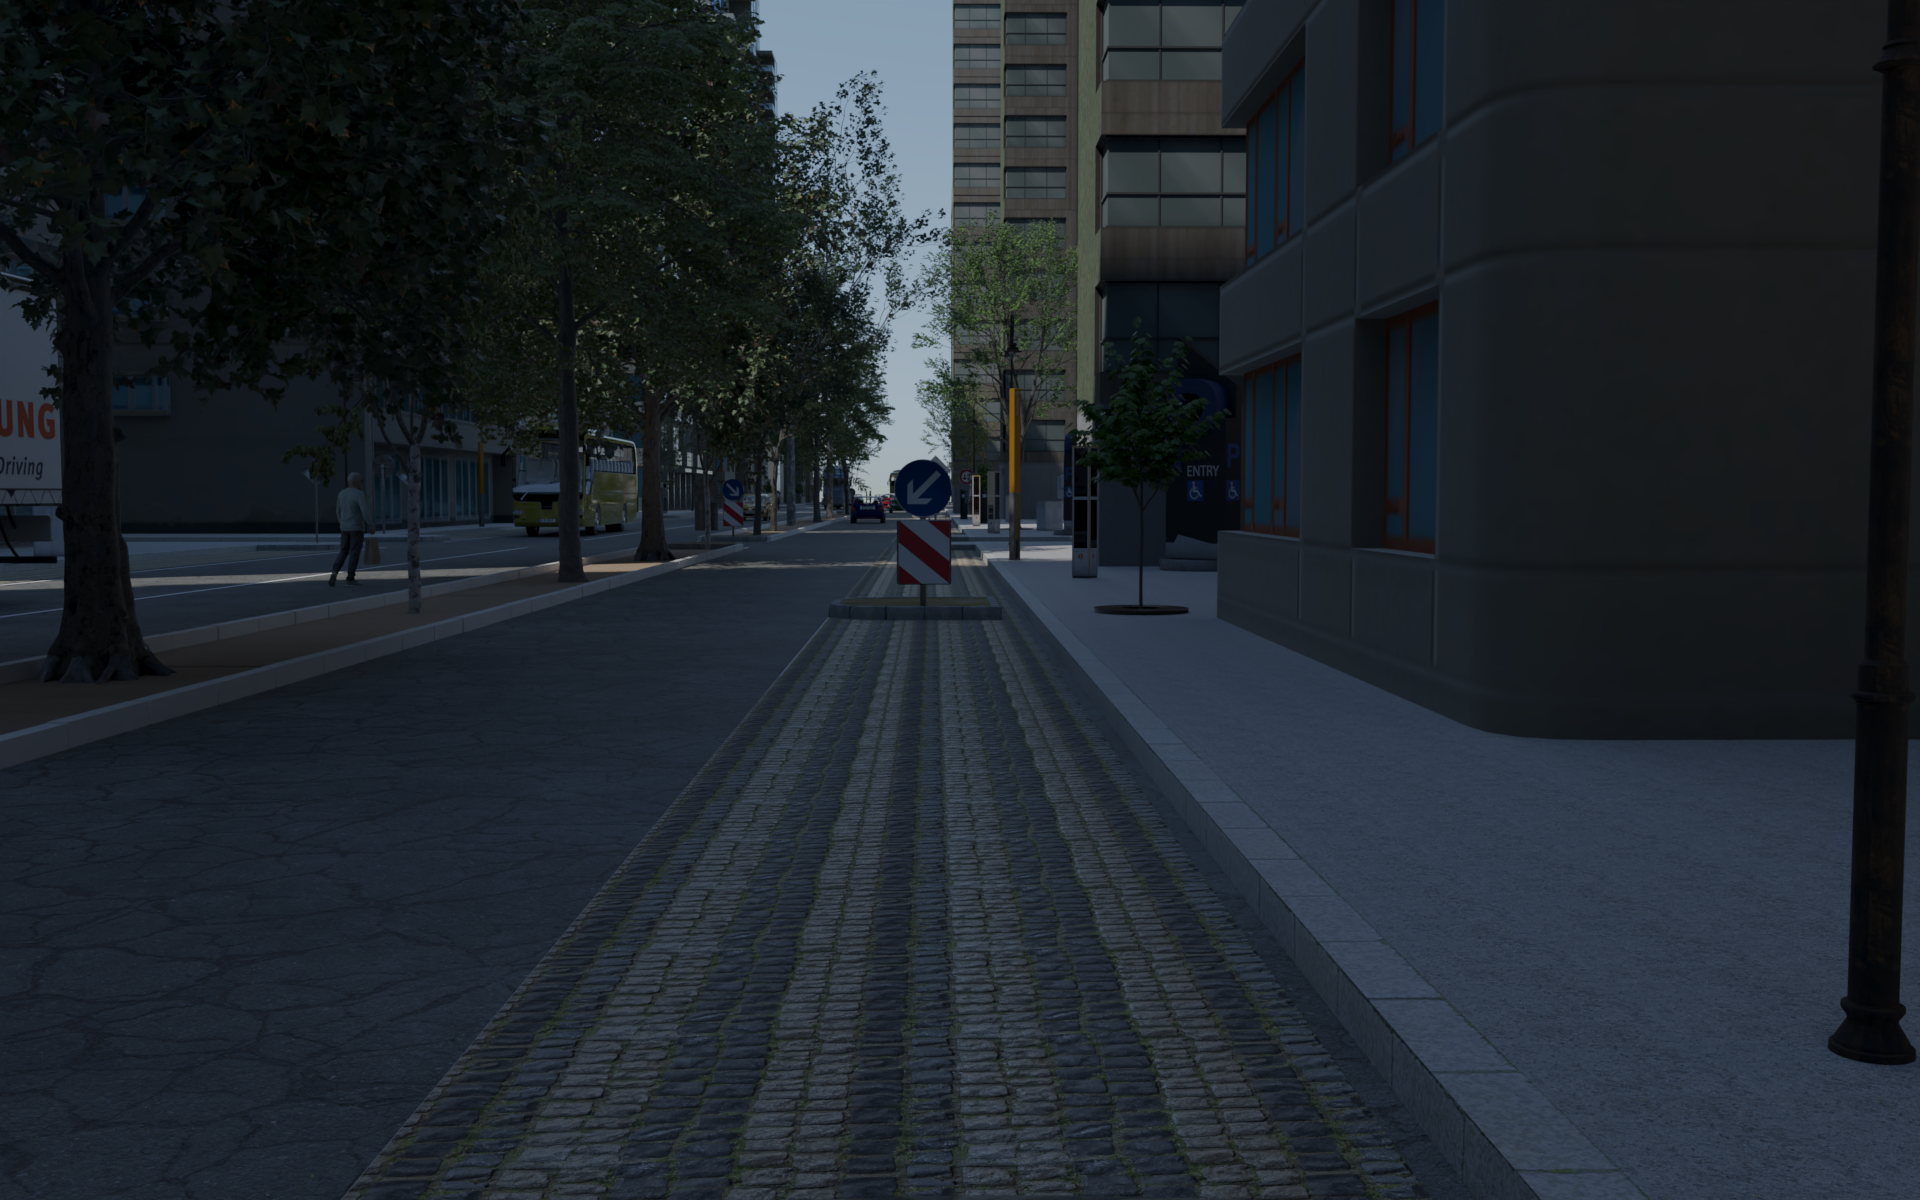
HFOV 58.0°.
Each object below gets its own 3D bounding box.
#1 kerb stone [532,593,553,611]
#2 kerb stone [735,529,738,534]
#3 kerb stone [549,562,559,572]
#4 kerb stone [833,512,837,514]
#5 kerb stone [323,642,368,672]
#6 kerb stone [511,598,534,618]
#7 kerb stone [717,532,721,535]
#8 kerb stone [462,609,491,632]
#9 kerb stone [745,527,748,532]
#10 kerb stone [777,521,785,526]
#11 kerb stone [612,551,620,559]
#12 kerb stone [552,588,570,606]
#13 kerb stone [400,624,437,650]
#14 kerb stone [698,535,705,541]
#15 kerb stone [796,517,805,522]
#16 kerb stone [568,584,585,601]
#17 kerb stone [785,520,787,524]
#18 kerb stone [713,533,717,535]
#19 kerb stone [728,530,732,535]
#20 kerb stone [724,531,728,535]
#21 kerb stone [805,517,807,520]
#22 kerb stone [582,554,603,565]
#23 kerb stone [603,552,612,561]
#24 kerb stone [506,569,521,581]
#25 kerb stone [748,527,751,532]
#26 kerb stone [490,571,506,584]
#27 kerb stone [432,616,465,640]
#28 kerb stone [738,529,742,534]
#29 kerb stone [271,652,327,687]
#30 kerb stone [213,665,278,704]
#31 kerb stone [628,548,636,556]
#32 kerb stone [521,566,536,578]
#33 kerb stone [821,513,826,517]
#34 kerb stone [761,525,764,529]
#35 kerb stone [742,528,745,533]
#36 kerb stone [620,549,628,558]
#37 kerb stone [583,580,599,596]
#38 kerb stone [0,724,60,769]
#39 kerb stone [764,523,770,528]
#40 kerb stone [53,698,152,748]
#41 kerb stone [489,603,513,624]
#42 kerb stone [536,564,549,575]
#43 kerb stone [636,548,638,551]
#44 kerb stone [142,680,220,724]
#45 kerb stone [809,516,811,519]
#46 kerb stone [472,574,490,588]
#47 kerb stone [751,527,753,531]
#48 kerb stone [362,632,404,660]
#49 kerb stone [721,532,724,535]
[{"bbox_3d":[-5.262,0.044,21.521,0.120,0.150,1.000,0,4,-1],"label":"kerb stone"},{"bbox_3d":[-8.018,-2.375,61.030,0.120,0.150,1.000,0,4,-1],"label":"kerb stone"},{"bbox_3d":[-7.531,-0.584,31.738,0.120,0.150,1.000,0,4,-1],"label":"kerb stone"},{"bbox_3d":[-9.087,-6.384,126.566,0.120,0.150,1.000,0,4,-1],"label":"kerb stone"},{"bbox_3d":[-5.150,0.483,14.353,0.120,0.150,1.000,0,4,-1],"label":"kerb stone"},{"bbox_3d":[-5.249,0.104,20.498,0.120,0.150,1.000,0,4,-1],"label":"kerb stone"},{"bbox_3d":[-7.928,-2.061,55.901,0.120,0.150,1.000,0,4,-1],"label":"kerb stone"},{"bbox_3d":[-5.210,0.230,18.446,0.120,0.150,1.000,0,4,-1],"label":"kerb stone"},{"bbox_3d":[-8.063,-2.563,64.095,0.120,0.150,1.000,0,4,-1],"label":"kerb stone"},{"bbox_3d":[-8.329,-3.561,80.469,0.120,0.150,1.000,0,4,-1],"label":"kerb stone"},{"bbox_3d":[-7.633,-0.960,37.885,0.120,0.150,1.000,0,4,-1],"label":"kerb stone"},{"bbox_3d":[-5.280,-0.015,22.545,0.120,0.150,1.000,0,4,-1],"label":"kerb stone"},{"bbox_3d":[-5.185,0.359,16.398,0.120,0.150,1.000,0,4,-1],"label":"kerb stone"},{"bbox_3d":[-7.876,-1.874,52.836,0.120,0.150,1.000,0,4,-1],"label":"kerb stone"},{"bbox_3d":[-8.527,-4.317,92.779,0.120,0.150,1.000,0,4,-1],"label":"kerb stone"},{"bbox_3d":[-5.303,-0.078,23.570,0.120,0.150,1.000,0,4,-1],"label":"kerb stone"},{"bbox_3d":[-8.343,-3.623,81.498,0.120,0.150,1.000,0,4,-1],"label":"kerb stone"},{"bbox_3d":[-7.915,-1.997,54.879,0.120,0.150,1.000,0,4,-1],"label":"kerb stone"},{"bbox_3d":[-7.978,-2.250,58.975,0.120,0.150,1.000,0,4,-1],"label":"kerb stone"},{"bbox_3d":[-7.964,-2.183,57.948,0.120,0.150,1.000,0,4,-1],"label":"kerb stone"},{"bbox_3d":[-8.538,-4.380,93.807,0.120,0.150,1.000,0,4,-1],"label":"kerb stone"},{"bbox_3d":[-7.604,-0.830,35.841,0.120,0.150,1.000,0,4,-1],"label":"kerb stone"},{"bbox_3d":[-7.618,-0.897,36.862,0.120,0.150,1.000,0,4,-1],"label":"kerb stone"},{"bbox_3d":[-7.490,-0.396,28.671,0.120,0.150,1.000,0,4,-1],"label":"kerb stone"},{"bbox_3d":[-8.072,-2.624,65.117,0.120,0.150,1.000,0,4,-1],"label":"kerb stone"},{"bbox_3d":[-7.472,-0.330,27.647,0.120,0.150,1.000,0,4,-1],"label":"kerb stone"},{"bbox_3d":[-5.201,0.298,17.424,0.120,0.150,1.000,0,4,-1],"label":"kerb stone"},{"bbox_3d":[-8.030,-2.437,62.052,0.120,0.150,1.000,0,4,-1],"label":"kerb stone"},{"bbox_3d":[-5.131,0.543,13.325,0.120,0.150,1.000,0,4,-1],"label":"kerb stone"},{"bbox_3d":[-5.113,0.607,12.297,0.120,0.150,1.000,0,4,-1],"label":"kerb stone"},{"bbox_3d":[-7.669,-1.082,39.935,0.120,0.150,1.000,0,4,-1],"label":"kerb stone"},{"bbox_3d":[-7.495,-0.456,29.693,0.120,0.150,1.000,0,4,-1],"label":"kerb stone"},{"bbox_3d":[-8.873,-5.569,113.252,0.120,0.150,1.000,0,4,-1],"label":"kerb stone"},{"bbox_3d":[-8.162,-2.938,70.232,0.120,0.150,1.000,0,4,-1],"label":"kerb stone"},{"bbox_3d":[-8.042,-2.500,63.074,0.120,0.150,1.000,0,4,-1],"label":"kerb stone"},{"bbox_3d":[-7.655,-1.019,38.907,0.120,0.150,1.000,0,4,-1],"label":"kerb stone"},{"bbox_3d":[-5.313,-0.147,24.595,0.120,0.150,1.000,0,4,-1],"label":"kerb stone"},{"bbox_3d":[-5.061,0.799,9.220,0.120,0.150,1.000,0,4,-1],"label":"kerb stone"},{"bbox_3d":[-8.214,-3.126,73.297,0.120,0.150,1.000,0,4,-1],"label":"kerb stone"},{"bbox_3d":[-5.083,0.731,10.242,0.120,0.150,1.000,0,4,-1],"label":"kerb stone"},{"bbox_3d":[-5.234,0.170,19.475,0.120,0.150,1.000,0,4,-1],"label":"kerb stone"},{"bbox_3d":[-7.511,-0.519,30.716,0.120,0.150,1.000,0,4,-1],"label":"kerb stone"},{"bbox_3d":[-7.684,-1.147,40.957,0.120,0.150,1.000,0,4,-1],"label":"kerb stone"},{"bbox_3d":[-5.099,0.668,11.274,0.120,0.150,1.000,0,4,-1],"label":"kerb stone"},{"bbox_3d":[-8.597,-4.566,96.873,0.120,0.150,1.000,0,4,-1],"label":"kerb stone"},{"bbox_3d":[-7.449,-0.271,26.625,0.120,0.150,1.000,0,4,-1],"label":"kerb stone"},{"bbox_3d":[-8.100,-2.688,66.139,0.120,0.150,1.000,0,4,-1],"label":"kerb stone"},{"bbox_3d":[-5.169,0.422,15.376,0.120,0.150,1.000,0,4,-1],"label":"kerb stone"},{"bbox_3d":[-7.948,-2.124,56.926,0.120,0.150,1.000,0,4,-1],"label":"kerb stone"}]
